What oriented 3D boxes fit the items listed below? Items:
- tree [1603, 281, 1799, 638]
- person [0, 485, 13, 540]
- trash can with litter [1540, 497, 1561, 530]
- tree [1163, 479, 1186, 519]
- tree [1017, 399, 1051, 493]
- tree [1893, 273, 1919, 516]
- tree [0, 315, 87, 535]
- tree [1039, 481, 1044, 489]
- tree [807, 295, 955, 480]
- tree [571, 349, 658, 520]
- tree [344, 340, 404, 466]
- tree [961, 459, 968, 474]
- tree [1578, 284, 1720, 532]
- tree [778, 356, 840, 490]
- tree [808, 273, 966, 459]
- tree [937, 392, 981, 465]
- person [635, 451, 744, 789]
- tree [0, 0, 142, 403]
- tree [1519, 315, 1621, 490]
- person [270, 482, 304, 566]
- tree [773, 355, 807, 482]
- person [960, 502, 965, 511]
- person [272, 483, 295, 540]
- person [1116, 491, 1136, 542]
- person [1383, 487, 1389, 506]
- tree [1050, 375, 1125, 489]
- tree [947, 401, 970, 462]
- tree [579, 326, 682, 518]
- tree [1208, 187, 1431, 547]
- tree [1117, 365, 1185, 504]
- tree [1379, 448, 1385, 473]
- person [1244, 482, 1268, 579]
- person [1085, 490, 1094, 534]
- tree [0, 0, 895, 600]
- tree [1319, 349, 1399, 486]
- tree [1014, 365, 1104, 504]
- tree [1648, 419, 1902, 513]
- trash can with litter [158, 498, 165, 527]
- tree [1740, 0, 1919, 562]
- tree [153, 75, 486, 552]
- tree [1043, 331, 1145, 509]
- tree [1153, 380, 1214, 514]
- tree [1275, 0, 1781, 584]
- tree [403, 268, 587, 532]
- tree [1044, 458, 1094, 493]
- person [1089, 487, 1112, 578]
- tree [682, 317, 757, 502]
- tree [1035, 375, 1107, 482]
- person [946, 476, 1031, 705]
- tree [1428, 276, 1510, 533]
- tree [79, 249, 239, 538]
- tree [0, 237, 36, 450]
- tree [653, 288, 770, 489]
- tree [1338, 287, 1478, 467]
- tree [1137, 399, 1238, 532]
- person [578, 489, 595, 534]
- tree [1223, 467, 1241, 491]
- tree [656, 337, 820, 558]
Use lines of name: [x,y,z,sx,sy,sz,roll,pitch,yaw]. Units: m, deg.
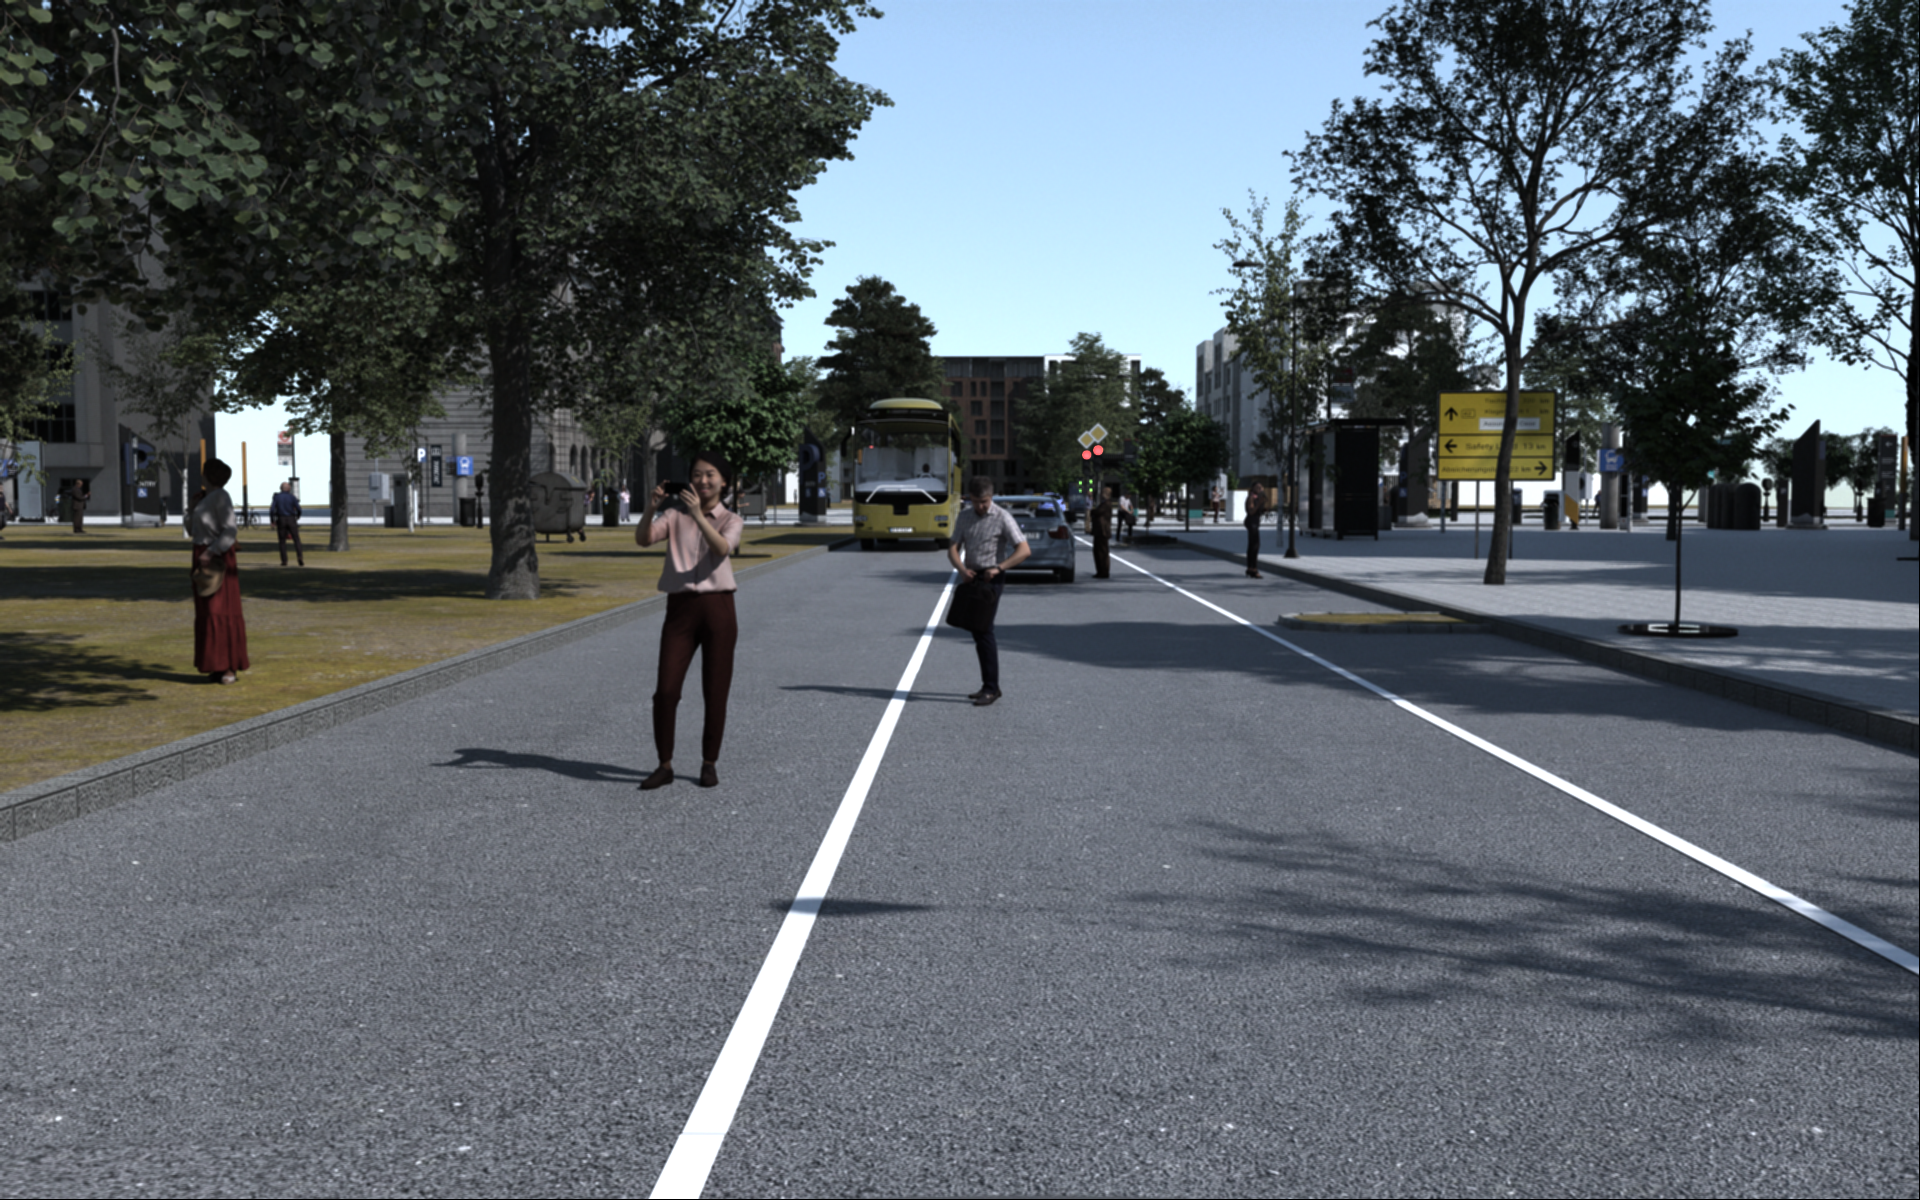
tree: [6.727,-1.297,15.806,1.663,3.219,1.824,0,3,0]
person: [-26.790,-2.451,48.328,0.471,1.553,0.569,3,5,41]
trash can with litter: [21.054,-3.076,61.687,0.624,1.170,1.055,2,4,30]
tree: [10.900,-5.755,88.691,1.663,3.219,1.824,0,3,0]
tree: [11.708,-19.256,222.250,7.806,13.903,7.818,0,3,0]
tree: [57.594,-11.703,93.159,13.155,14.587,18.604,-3,4,-36]
tree: [-29.344,-6.271,52.893,4.737,8.622,4.395,0,3,0]
tree: [10.619,-13.019,196.572,4.285,4.588,4.351,0,3,0]
tree: [-4.207,-11.070,99.129,7.486,12.596,7.792,0,3,0]
tree: [-16.593,-8.206,84.533,4.737,8.622,4.395,0,3,0]
tree: [-18.671,-6.581,57.966,4.360,8.622,3.978,0,3,0]
tree: [-1.169,-16.944,227.398,4.737,8.622,4.395,0,3,0]
tree: [22.643,-6.569,57.771,4.360,8.622,3.978,0,3,0]
tree: [-8.000,-8.665,92.042,4.737,8.622,4.395,0,3,0]
tree: [-4.067,-9.937,84.531,6.751,12.117,7.091,0,3,0]
tree: [-2.773,-17.512,196.694,12.009,13.543,11.850,0,3,0]
person: [-1.302,0.092,8.460,0.566,1.644,0.517,-3,5,-43]
tree: [-17.551,-7.375,28.010,7.806,13.903,7.818,0,3,0]
tree: [38.293,-11.763,110.452,7.486,12.596,7.792,0,3,0]
person: [-11.974,-1.361,30.987,0.574,1.496,0.600,0,4,1]
tree: [-13.099,-13.661,141.492,7.486,12.596,7.792,0,3,0]
person: [-0.183,-4.046,77.842,0.799,1.438,0.628,0,4,-6]
person: [-18.952,-2.497,48.736,0.662,1.594,0.647,2,4,24]
person: [4.974,-2.513,51.801,0.590,1.554,0.614,3,5,44]
person: [17.479,-3.812,71.520,0.565,1.739,0.600,3,5,45]
tree: [8.480,-9.612,107.525,4.737,8.622,4.395,0,3,0]
tree: [-2.665,-15.865,185.141,9.928,11.665,9.643,0,3,0]
tree: [-16.982,-9.700,93.007,7.601,10.594,8.767,0,4,-3]
tree: [7.911,-5.584,41.664,4.737,8.622,4.395,0,3,0]
tree: [16.420,-13.663,145.453,6.751,12.117,7.091,0,3,0]
tree: [21.907,-6.875,96.114,4.285,4.588,4.351,0,3,0]
person: [5.077,-1.199,29.574,0.415,1.643,0.593,-2,4,-27]
person: [4.685,-3.187,62.677,0.319,1.574,0.516,2,4,29]
tree: [-5.405,-6.991,20.960,9.857,13.997,8.962,0,3,0]
tree: [20.064,-8.337,86.666,4.360,8.622,3.978,0,3,0]
tree: [9.891,-16.085,169.645,9.857,13.997,8.962,0,3,0]
tree: [58.357,-9.995,126.330,20.602,7.101,11.467,3,5,40]
trash can with litter: [-31.769,-3.507,68.725,0.624,1.170,1.055,-3,4,-36]
tree: [18.837,-6.564,33.084,9.928,11.665,9.643,0,3,0]
tree: [-14.122,-7.384,38.862,7.486,12.596,7.792,0,3,0]
tree: [9.300,-12.414,121.095,7.486,12.596,7.792,0,3,0]
tree: [14.222,-9.842,111.282,4.360,8.622,3.978,0,3,0]
tree: [7.883,-5.486,24.112,7.601,10.594,8.767,2,4,30]
tree: [-12.858,-6.080,49.764,4.360,8.622,3.978,0,3,0]
tree: [9.058,-9.173,133.692,4.285,4.588,4.351,0,3,0]
person: [2.395,-1.143,29.450,0.388,1.546,0.482,0,4,0]
tree: [-14.178,-11.096,103.482,6.751,12.117,7.091,0,3,0]
tree: [10.079,-14.274,155.434,6.751,12.117,7.091,0,3,0]
person: [0.197,-0.073,11.905,0.614,1.554,0.590,2,4,33]
tree: [16.079,-6.522,56.997,4.737,8.622,4.395,0,3,0]
tree: [-22.839,-6.115,50.343,4.360,8.622,3.978,0,3,0]
tree: [-25.024,-7.250,40.591,6.751,12.117,7.091,0,3,0]
tree: [-8.832,-6.634,58.826,4.360,8.622,3.978,0,3,0]
tree: [26.949,-11.952,102.839,7.806,13.903,7.818,0,3,0]
tree: [7.801,-4.589,58.740,4.285,4.588,4.351,0,3,0]
person: [-11.927,-2.793,54.945,0.697,1.427,0.421,0,4,6]
tree: [18.870,-7.782,121.834,1.663,3.219,1.824,0,3,0]
tree: [-4.493,-3.157,35.330,4.285,4.588,4.351,0,3,0]
